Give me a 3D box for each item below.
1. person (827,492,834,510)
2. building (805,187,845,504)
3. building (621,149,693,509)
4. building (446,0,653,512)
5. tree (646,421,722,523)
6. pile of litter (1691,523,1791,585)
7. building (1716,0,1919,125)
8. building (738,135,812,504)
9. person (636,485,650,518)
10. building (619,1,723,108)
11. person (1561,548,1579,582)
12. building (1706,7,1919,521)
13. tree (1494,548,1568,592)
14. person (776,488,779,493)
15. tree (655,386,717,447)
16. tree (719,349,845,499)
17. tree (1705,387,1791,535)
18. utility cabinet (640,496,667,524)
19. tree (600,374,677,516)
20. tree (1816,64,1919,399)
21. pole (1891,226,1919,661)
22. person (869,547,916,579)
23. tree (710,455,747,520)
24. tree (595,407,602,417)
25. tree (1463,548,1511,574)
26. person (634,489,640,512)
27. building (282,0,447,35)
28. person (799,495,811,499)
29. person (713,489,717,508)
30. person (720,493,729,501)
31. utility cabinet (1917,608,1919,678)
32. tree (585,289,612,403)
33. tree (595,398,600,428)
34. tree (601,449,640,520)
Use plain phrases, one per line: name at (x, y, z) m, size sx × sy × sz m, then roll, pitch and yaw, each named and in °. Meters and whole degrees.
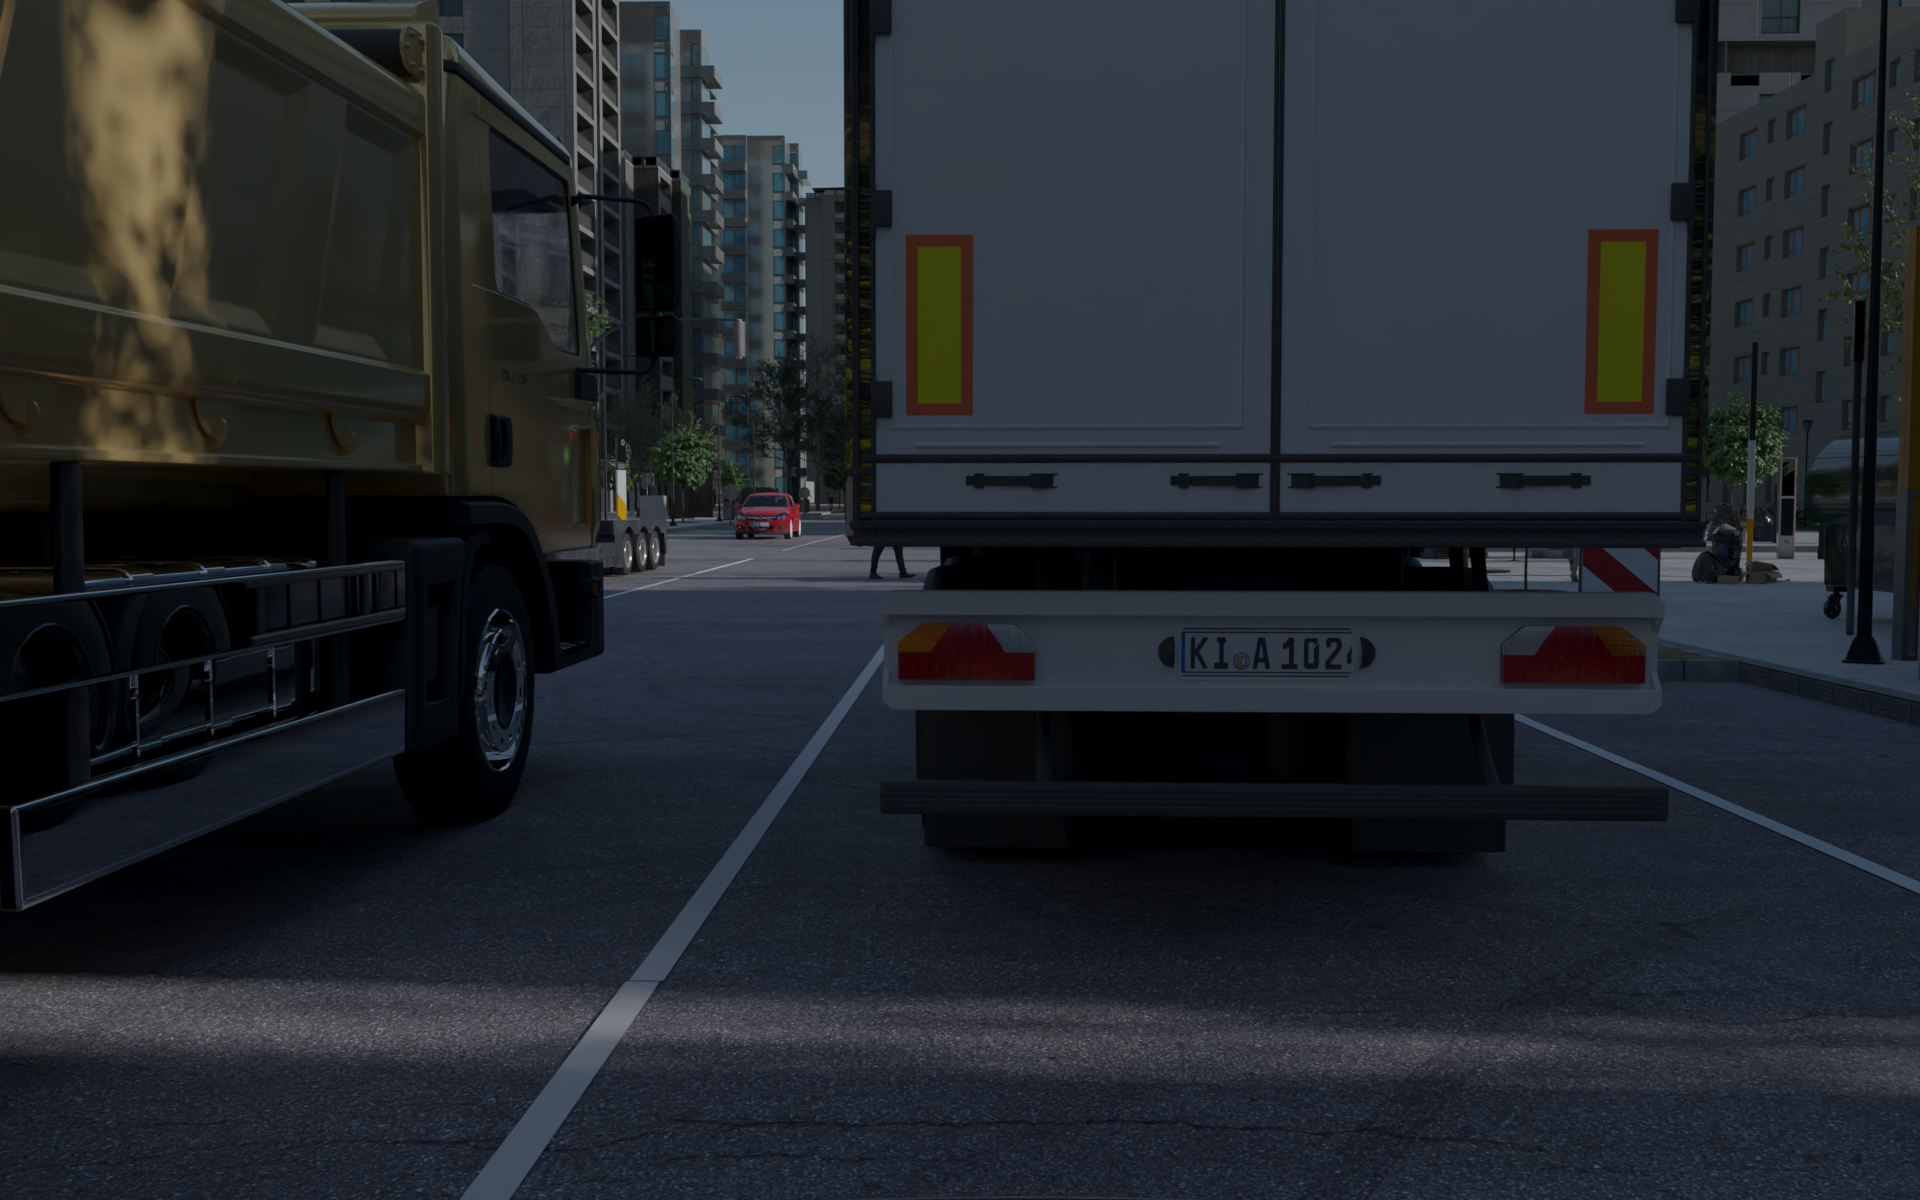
person at (-10.175, -7.710, 135.333) m, size 0.421 × 1.427 × 0.697 m, roll -3°, pitch 5°, yaw -44°
building at (-12.644, -33.037, 223.746) m, size 14.086 × 41.232 × 14.154 m, roll 0°, pitch 4°, yaw 1°
building at (-31.115, -23.019, 148.063) m, size 14.160 × 30.474 × 14.107 m, roll 0°, pitch 4°, yaw 1°
building at (-34.434, -42.282, 129.560) m, size 20.563 × 71.187 × 20.611 m, roll 0°, pitch 4°, yaw 1°
tree at (-12.358, -5.748, 77.686) m, size 4.285 × 4.588 × 4.351 m, roll 0°, pitch 3°, yaw 0°
pile of litter at (11.390, -0.685, 25.169) m, size 1.719 × 0.858 × 1.176 m, roll -1°, pitch 4°, yaw -16°
building at (38.453, -31.248, 100.137) m, size 28.713 × 52.752 × 27.495 m, roll 0°, pitch 4°, yaw 1°
building at (-34.794, -37.298, 229.433) m, size 30.456 × 49.044 × 23.786 m, roll 0°, pitch 4°, yaw 1°
person at (-16.624, -5.196, 91.208) m, size 0.699 × 1.804 × 1.509 m, roll -1°, pitch 4°, yaw -17°
building at (-39.124, -33.683, 170.330) m, size 30.456 × 49.044 × 23.786 m, roll 0°, pitch 4°, yaw 1°
person at (8.955, -1.154, 25.136) m, size 0.478 × 1.798 × 0.641 m, roll 2°, pitch 4°, yaw 35°
building at (49.535, -13.761, 70.039) m, size 28.899 × 21.520 × 27.650 m, roll 0°, pitch 4°, yaw 1°
tree at (7.133, -1.679, 22.047) m, size 1.663 × 3.219 × 1.824 m, roll 0°, pitch 3°, yaw 0°
person at (-16.024, -8.879, 151.227) m, size 0.705 × 1.822 × 1.348 m, roll -2°, pitch 4°, yaw -24°
tree at (-18.873, -10.290, 118.606) m, size 4.737 × 8.622 × 4.395 m, roll 0°, pitch 3°, yaw 0°
tree at (-10.829, -10.784, 110.728) m, size 8.767 × 10.594 × 7.601 m, roll -2°, pitch 4°, yaw -27°
tree at (23.954, -4.272, 53.564) m, size 4.285 × 4.588 × 4.351 m, roll 0°, pitch 3°, yaw 0°
utility cabinet at (-12.085, -3.491, 68.235) m, size 1.020 × 1.237 × 0.306 m, roll 1°, pitch 4°, yaw 13°
tree at (-19.996, -9.688, 108.756) m, size 4.360 × 8.622 × 3.978 m, roll 0°, pitch 3°, yaw 0°
tree at (16.971, -4.822, 29.203) m, size 4.737 × 8.622 × 4.395 m, roll 0°, pitch 3°, yaw 0°
pole at (7.326, -1.190, 13.300) m, size 0.158 × 3.312 × 0.155 m, roll 0°, pitch 3°, yaw 0°
person at (-1.163, -1.241, 29.190) m, size 0.834 × 1.777 × 0.661 m, roll 2°, pitch 4°, yaw 28°
tree at (-11.301, -5.550, 85.340) m, size 1.663 × 3.219 × 1.824 m, roll 0°, pitch 3°, yaw 0°
tree at (-21.502, -8.795, 94.153) m, size 4.737 × 8.622 × 4.395 m, roll 0°, pitch 3°, yaw 0°
tree at (8.280, -2.730, 28.349) m, size 4.285 × 4.588 × 4.351 m, roll 0°, pitch 3°, yaw 0°
person at (-23.354, -7.231, 125.099) m, size 0.721 × 1.723 × 1.217 m, roll 0°, pitch 4°, yaw 6°
building at (-64.728, -44.889, 172.185) m, size 20.611 × 71.187 × 20.563 m, roll 0°, pitch 4°, yaw 1°
person at (-12.712, -8.303, 142.501) m, size 1.217 × 1.736 × 0.721 m, roll 2°, pitch 4°, yaw 30°
person at (-22.788, -9.457, 161.350) m, size 0.721 × 1.739 × 1.217 m, roll -2°, pitch 4°, yaw -23°
person at (-18.775, -8.156, 139.530) m, size 1.348 × 1.807 × 0.705 m, roll 1°, pitch 4°, yaw 17°
utility cabinet at (7.163, -0.184, 11.693) m, size 1.173 × 1.500 × 0.318 m, roll 2°, pitch 4°, yaw 27°
tree at (-19.626, -9.249, 76.984) m, size 9.928 × 11.665 × 9.643 m, roll 0°, pitch 3°, yaw 0°
tree at (-21.338, -10.018, 114.164) m, size 4.360 × 8.622 × 3.978 m, roll 0°, pitch 3°, yaw 0°
tree at (-12.497, -4.246, 64.019) m, size 1.663 × 3.219 × 1.824 m, roll 0°, pitch 3°, yaw 0°
